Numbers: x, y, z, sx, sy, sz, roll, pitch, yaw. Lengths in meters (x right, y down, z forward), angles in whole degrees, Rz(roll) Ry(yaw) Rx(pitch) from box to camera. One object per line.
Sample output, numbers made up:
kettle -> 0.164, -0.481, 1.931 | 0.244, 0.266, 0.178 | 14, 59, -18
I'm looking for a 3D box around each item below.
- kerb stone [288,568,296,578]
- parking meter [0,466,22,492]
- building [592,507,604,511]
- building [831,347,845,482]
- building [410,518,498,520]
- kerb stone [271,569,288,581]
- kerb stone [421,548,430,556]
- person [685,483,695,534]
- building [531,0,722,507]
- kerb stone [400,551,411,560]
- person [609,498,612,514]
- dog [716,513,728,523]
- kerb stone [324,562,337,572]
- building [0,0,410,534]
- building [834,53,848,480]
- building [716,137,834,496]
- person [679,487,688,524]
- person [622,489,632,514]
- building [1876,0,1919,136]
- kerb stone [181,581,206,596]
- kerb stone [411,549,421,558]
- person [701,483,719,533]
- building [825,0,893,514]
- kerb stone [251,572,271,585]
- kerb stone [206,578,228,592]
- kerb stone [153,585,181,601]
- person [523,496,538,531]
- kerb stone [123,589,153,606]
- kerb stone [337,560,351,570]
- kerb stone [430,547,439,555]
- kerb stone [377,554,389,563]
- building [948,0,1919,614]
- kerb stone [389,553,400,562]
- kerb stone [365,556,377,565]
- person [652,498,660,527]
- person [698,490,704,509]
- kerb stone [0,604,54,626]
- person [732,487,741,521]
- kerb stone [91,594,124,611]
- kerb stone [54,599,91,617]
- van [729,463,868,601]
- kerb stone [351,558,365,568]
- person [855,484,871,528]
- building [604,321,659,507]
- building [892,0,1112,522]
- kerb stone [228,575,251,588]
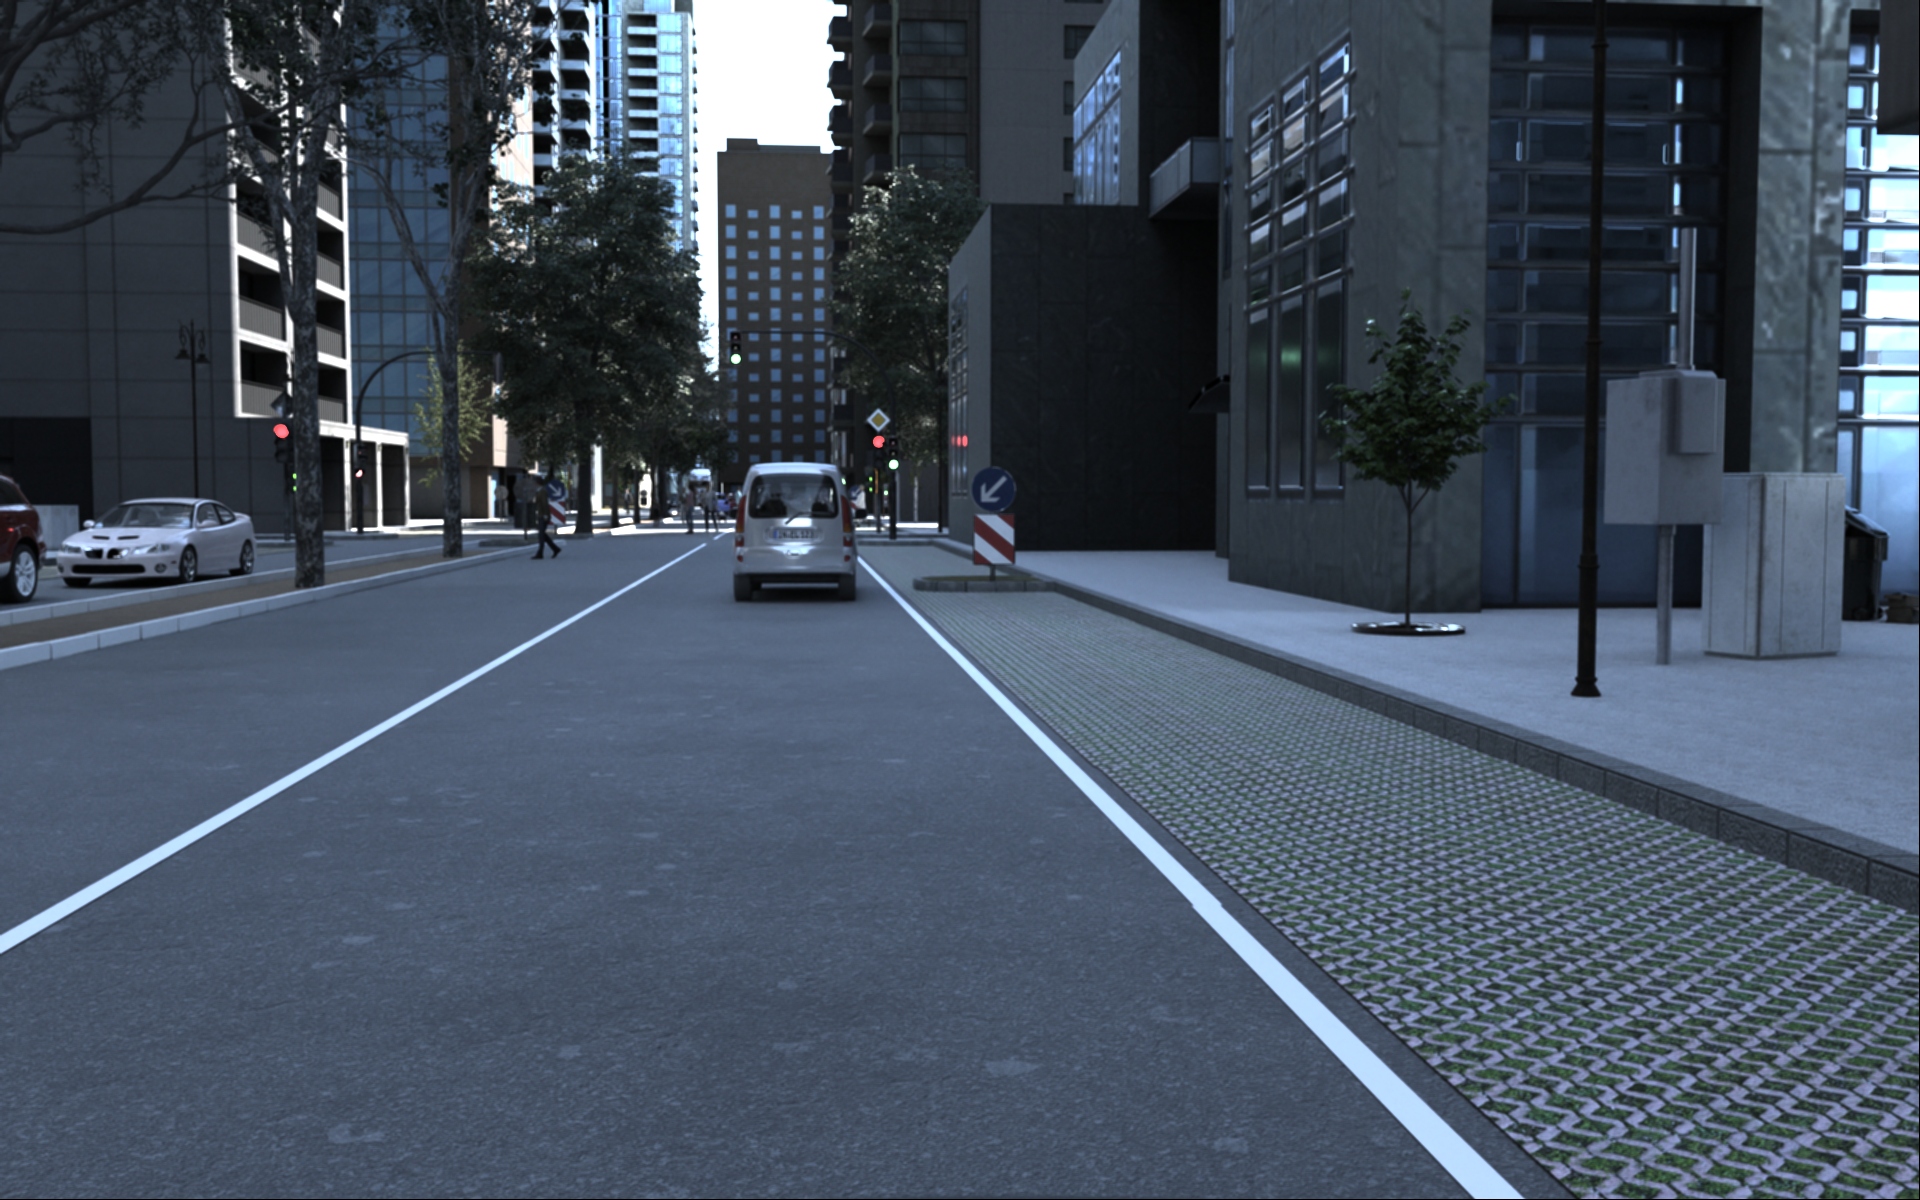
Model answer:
kerb stone -> -11.433, -0.454, 29.611 | 0.120, 0.150, 1.000 | 0, 4, -5
parking meter -> -19.529, -1.833, 35.683 | 0.255, 1.863, 0.399 | 0, 4, 1
building -> -40.727, -50.736, 142.209 | 22.319, 86.520, 31.000 | 0, 4, -5
building -> -0.316, -21.373, 194.493 | 27.650, 21.520, 28.899 | 0, 4, -5
building -> -30.902, -27.021, 91.903 | 14.600, 45.320, 14.200 | 0, 4, -5
kerb stone -> -11.339, -0.391, 28.591 | 0.120, 0.150, 1.000 | 0, 4, -5
kerb stone -> -12.422, -1.079, 39.838 | 0.120, 0.150, 1.000 | 0, 4, -5
person -> -9.734, -3.300, 62.458 | 0.388, 1.821, 0.555 | -1, 4, -12
building -> -46.549, -55.586, 221.496 | 31.000, 86.520, 22.319 | 0, 4, -5
kerb stone -> -12.218, -0.954, 37.790 | 0.120, 0.150, 1.000 | 0, 4, -5
person -> -23.361, -6.268, 115.988 | 0.505, 1.210, 0.382 | 3, 5, 43
dog -> -11.599, -3.984, 84.421 | 0.406, 0.507, 0.540 | 1, 4, 19
kerb stone -> -11.630, -0.578, 31.647 | 0.120, 0.150, 1.000 | 0, 4, -5
building -> -32.010, -38.183, 62.541 | 20.563, 71.187, 20.611 | 0, 4, -5
building -> -4.677, -31.901, 171.684 | 14.600, 45.320, 14.200 | 0, 4, -5
building -> -23.471, -34.915, 220.974 | 14.200, 45.320, 14.600 | 0, 4, -5
person -> -13.202, -4.519, 82.942 | 0.519, 1.759, 0.362 | -2, 4, -28
person -> -23.551, -6.945, 122.455 | 0.661, 1.777, 0.834 | 1, 4, 13
building -> 10.708, -19.525, 2.833 | 14.154, 41.232, 14.086 | 0, 4, -5
kerb stone -> -10.938, -0.141, 24.505 | 0.120, 0.150, 1.000 | 0, 4, -5
kerb stone -> -12.316, -1.015, 38.817 | 0.120, 0.150, 1.000 | 0, 4, -5
person -> -9.246, -3.409, 64.083 | 0.661, 1.843, 0.795 | 1, 4, 15
building -> 2.142, -28.312, 117.527 | 22.147, 44.769, 28.867 | 0, 4, -5
kerb stone -> -11.231, -0.329, 27.572 | 0.120, 0.150, 1.000 | 0, 4, -5
kerb stone -> -11.043, -0.203, 25.522 | 0.120, 0.150, 1.000 | 0, 4, -5
kerb stone -> -10.845, -0.079, 23.486 | 0.120, 0.150, 1.000 | 0, 4, -5
person -> -16.595, -3.587, 67.108 | 0.822, 1.834, 0.622 | -3, 5, -42
kerb stone -> -10.748, -0.017, 22.467 | 0.120, 0.150, 1.000 | 0, 4, -5
kerb stone -> -11.729, -0.640, 32.664 | 0.120, 0.150, 1.000 | 0, 4, -5
kerb stone -> -12.511, -1.141, 40.856 | 0.120, 0.150, 1.000 | 0, 4, -5
kerb stone -> -12.022, -0.828, 35.736 | 0.120, 0.150, 1.000 | 0, 4, -5
building -> 12.265, -44.009, 32.225 | 22.319, 86.520, 31.000 | 0, 4, -5
kerb stone -> -12.118, -0.889, 36.770 | 0.120, 0.150, 1.000 | 0, 4, -5
kerb stone -> -11.923, -0.766, 34.712 | 0.120, 0.150, 1.000 | 0, 4, -5
person -> -13.279, -3.825, 75.706 | 0.362, 1.253, 0.373 | 1, 4, 13
person -> -24.368, -9.504, 163.893 | 1.348, 1.823, 0.705 | 3, 5, 41
kerb stone -> -10.454, 0.171, 19.398 | 0.120, 0.150, 1.000 | 0, 4, -5
person -> -12.086, -5.239, 94.025 | 0.748, 1.841, 0.638 | -1, 4, -16
kerb stone -> -10.645, 0.050, 21.449 | 0.120, 0.150, 1.000 | 0, 4, -5
kerb stone -> -10.550, 0.108, 20.424 | 0.120, 0.150, 1.000 | 0, 4, -5
van -> -2.311, -1.078, 24.633 | 2.013, 2.044, 4.112 | 0, 4, -4
kerb stone -> -11.819, -0.703, 33.696 | 0.120, 0.150, 1.000 | 0, 4, -5
person -> -4.106, -3.964, 73.187 | 0.818, 1.842, 0.514 | -2, 4, -26
building -> -48.881, -21.105, 190.098 | 28.899, 21.520, 27.650 | 0, 4, -5
building -> 3.558, -19.219, 85.939 | 14.160, 30.474, 14.107 | 0, 4, -5
kerb stone -> -11.137, -0.265, 26.554 | 0.120, 0.150, 1.000 | 0, 4, -5
